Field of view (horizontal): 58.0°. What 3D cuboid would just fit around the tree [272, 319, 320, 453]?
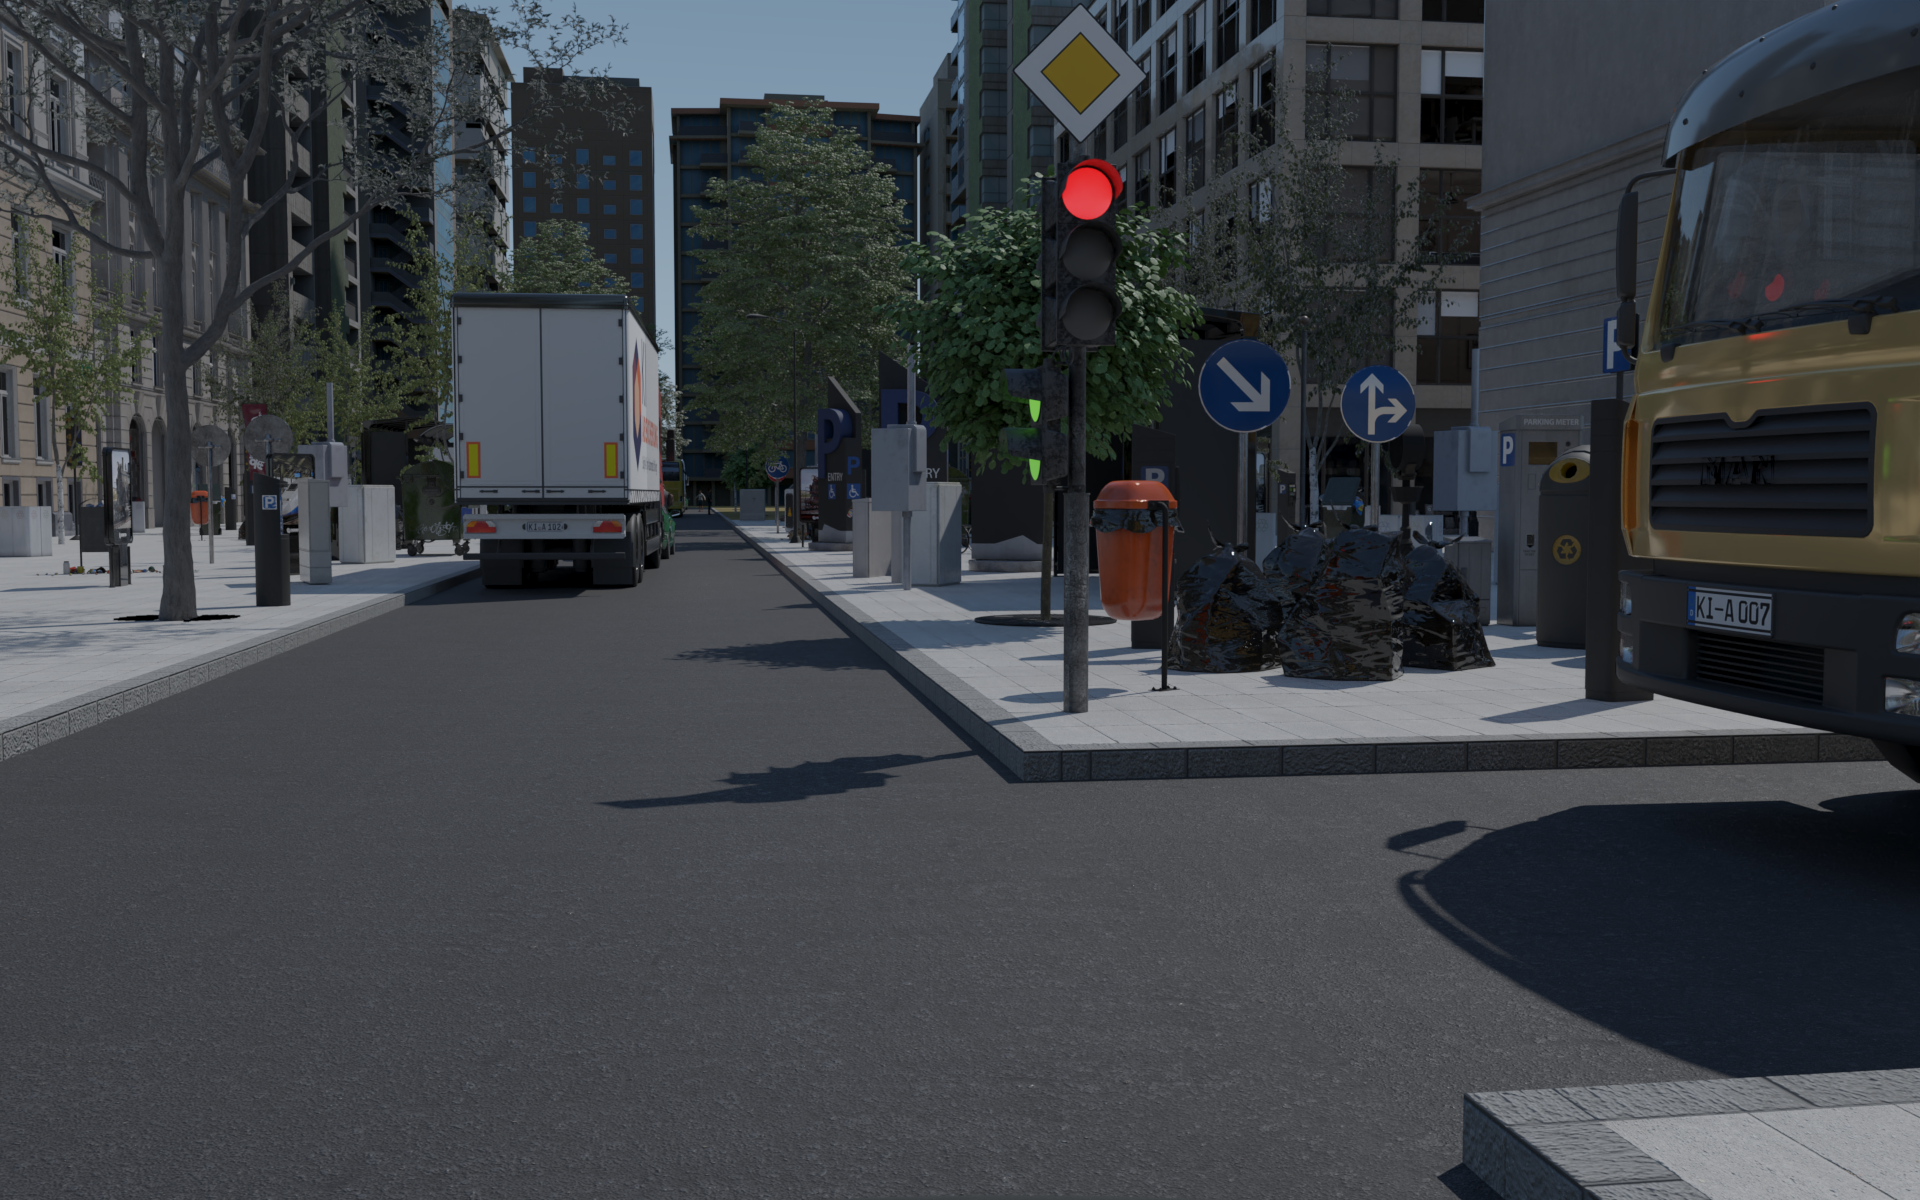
[{"bbox_3d":[-23.238,-7.101,66.456,4.737,8.622,4.395,0,3,0],"label":"tree"}]

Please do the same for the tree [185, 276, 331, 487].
[{"bbox_3d":[-23.205,-6.557,57.573,4.360,8.622,3.978,0,3,0],"label":"tree"}]

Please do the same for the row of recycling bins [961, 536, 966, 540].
[{"bbox_3d":[-1.141,-2.591,49.468,1.069,1.692,3.534,-3,5,-41],"label":"row of recycling bins"}]

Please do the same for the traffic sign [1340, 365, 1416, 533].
[{"bbox_3d":[4.115,-1.044,17.173,0.768,2.556,0.104,0,4,-6],"label":"traffic sign"}]

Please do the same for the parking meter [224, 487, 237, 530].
[{"bbox_3d":[-25.863,-3.241,61.403,0.372,1.533,0.369,0,3,0],"label":"parking meter"}]

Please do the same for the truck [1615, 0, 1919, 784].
[{"bbox_3d":[7.115,-0.704,7.435,9.791,3.379,3.469,0,4,-7],"label":"truck"}]

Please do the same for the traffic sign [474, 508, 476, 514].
[{"bbox_3d":[-13.703,-2.917,48.885,0.795,2.450,0.064,0,4,-8],"label":"traffic sign"}]

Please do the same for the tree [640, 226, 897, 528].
[{"bbox_3d":[-6.024,-8.553,65.589,9.928,11.665,9.643,0,3,0],"label":"tree"}]

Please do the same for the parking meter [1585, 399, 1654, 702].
[{"bbox_3d":[4.137,-0.310,10.783,0.399,1.863,0.255,-1,4,-21],"label":"parking meter"}]

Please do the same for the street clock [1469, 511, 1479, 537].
[{"bbox_3d":[10.229,-1.828,34.460,0.471,2.002,0.358,2,4,26],"label":"street clock"}]

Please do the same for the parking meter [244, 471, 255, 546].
[{"bbox_3d":[-17.602,-2.293,43.203,0.399,1.863,0.255,-3,5,-41],"label":"parking meter"}]

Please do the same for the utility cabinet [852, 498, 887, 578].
[{"bbox_3d":[-1.342,-0.969,27.002,0.306,1.237,1.020,1,4,22],"label":"utility cabinet"}]

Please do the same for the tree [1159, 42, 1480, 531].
[{"bbox_3d":[6.045,-4.792,28.716,4.360,8.622,3.978,0,3,0],"label":"tree"}]

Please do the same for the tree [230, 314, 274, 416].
[{"bbox_3d":[-27.613,-7.390,71.181,4.737,8.622,4.395,0,3,0],"label":"tree"}]

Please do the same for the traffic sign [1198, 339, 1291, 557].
[{"bbox_3d":[2.338,-0.870,14.327,0.768,2.556,0.104,0,4,-2],"label":"traffic sign"}]

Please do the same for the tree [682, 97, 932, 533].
[{"bbox_3d":[-4.246,-8.080,50.227,7.486,12.596,7.792,0,3,0],"label":"tree"}]

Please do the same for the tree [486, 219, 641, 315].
[{"bbox_3d":[-16.883,-9.426,72.247,7.486,12.596,7.792,0,3,0],"label":"tree"}]

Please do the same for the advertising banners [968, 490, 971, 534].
[{"bbox_3d":[0.883,-3.653,55.915,2.074,3.025,0.090,-2,4,-34],"label":"advertising banners"}]

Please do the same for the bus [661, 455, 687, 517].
[{"bbox_3d":[-18.681,-7.187,109.046,2.896,3.916,12.252,-1,4,-8],"label":"bus"}]

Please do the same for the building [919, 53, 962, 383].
[{"bbox_3d":[6.416,-34.989,195.775,21.600,48.544,21.300,-1,4,-9],"label":"building"}]

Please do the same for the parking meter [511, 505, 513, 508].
[{"bbox_3d":[-17.810,-3.674,68.485,0.372,1.533,0.369,0,3,0],"label":"parking meter"}]

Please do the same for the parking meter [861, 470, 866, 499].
[{"bbox_3d":[-2.413,-2.201,41.702,0.255,1.863,0.399,-1,4,-12],"label":"parking meter"}]

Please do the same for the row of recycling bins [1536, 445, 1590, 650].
[{"bbox_3d":[5.654,-0.379,13.312,1.069,1.692,3.534,-1,4,-13],"label":"row of recycling bins"}]

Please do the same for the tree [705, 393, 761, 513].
[{"bbox_3d":[-15.228,-10.211,117.314,4.360,8.622,3.978,0,3,0],"label":"tree"}]

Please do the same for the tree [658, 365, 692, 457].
[{"bbox_3d":[-27.512,-14.684,146.745,9.857,13.997,8.962,0,3,0],"label":"tree"}]

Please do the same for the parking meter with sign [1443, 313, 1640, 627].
[{"bbox_3d":[5.639,-1.262,16.902,1.738,3.016,0.543,0,4,-7],"label":"parking meter with sign"}]

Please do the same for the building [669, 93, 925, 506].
[{"bbox_3d":[-19.126,-32.904,192.601,28.867,44.769,22.147,-1,4,-9],"label":"building"}]

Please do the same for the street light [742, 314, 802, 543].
[{"bbox_3d":[-4.822,-4.426,44.913,1.470,5.913,1.316,-1,4,-9],"label":"street light"}]

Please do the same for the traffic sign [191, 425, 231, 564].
[{"bbox_3d":[-13.793,-1.942,31.853,0.768,2.556,0.104,0,4,-4],"label":"traffic sign"}]

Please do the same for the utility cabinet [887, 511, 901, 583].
[{"bbox_3d":[-0.524,-0.870,25.380,1.020,1.237,0.306,-3,4,-37],"label":"utility cabinet"}]

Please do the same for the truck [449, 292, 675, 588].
[{"bbox_3d":[-6.528,-2.501,29.805,2.839,4.237,11.283,0,4,-7],"label":"truck"}]

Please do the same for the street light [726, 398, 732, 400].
[{"bbox_3d":[-10.870,-6.804,83.789,1.470,5.913,1.316,-1,4,-9],"label":"street light"}]

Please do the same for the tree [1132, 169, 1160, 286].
[{"bbox_3d":[5.547,-5.275,36.608,4.360,8.622,3.978,0,3,0],"label":"tree"}]

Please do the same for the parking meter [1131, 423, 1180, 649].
[{"bbox_3d":[1.625,-0.530,14.382,0.399,1.863,0.255,0,4,6],"label":"parking meter"}]

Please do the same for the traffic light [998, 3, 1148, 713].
[{"bbox_3d":[0.663,-1.295,10.094,0.839,4.253,0.868,-1,4,-9],"label":"traffic light"}]

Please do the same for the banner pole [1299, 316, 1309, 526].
[{"bbox_3d":[4.885,-2.120,24.682,0.401,3.779,0.863,1,4,11],"label":"banner pole"}]

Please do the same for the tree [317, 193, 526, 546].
[{"bbox_3d":[-12.512,-5.668,43.036,4.737,8.622,4.395,0,3,0],"label":"tree"}]

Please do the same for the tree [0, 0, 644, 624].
[{"bbox_3d":[-7.855,-6.543,17.346,12.009,13.543,11.850,0,3,0],"label":"tree"}]

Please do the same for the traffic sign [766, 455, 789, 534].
[{"bbox_3d":[-5.888,-3.414,55.919,0.768,2.556,0.104,0,4,-7],"label":"traffic sign"}]

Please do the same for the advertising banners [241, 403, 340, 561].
[{"bbox_3d":[-12.801,-2.270,33.302,2.074,3.025,0.090,0,4,7],"label":"advertising banners"}]

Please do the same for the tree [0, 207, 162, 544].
[{"bbox_3d":[-22.658,-5.722,43.923,4.737,8.622,4.395,0,3,0],"label":"tree"}]

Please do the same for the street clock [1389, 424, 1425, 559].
[{"bbox_3d":[4.639,-0.823,18.030,0.358,2.002,0.471,0,4,-4],"label":"street clock"}]

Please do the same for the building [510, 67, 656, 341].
[{"bbox_3d":[-39.947,-32.779,186.055,14.200,45.320,14.600,-1,4,-9],"label":"building"}]

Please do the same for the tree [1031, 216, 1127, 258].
[{"bbox_3d":[2.739,-5.771,44.714,4.737,8.622,4.395,0,3,0],"label":"tree"}]

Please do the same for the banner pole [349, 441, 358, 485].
[{"bbox_3d":[-28.470,-5.578,81.224,0.863,3.779,0.401,3,4,39],"label":"banner pole"}]

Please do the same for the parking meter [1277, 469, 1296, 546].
[{"bbox_3d":[7.560,-2.102,40.078,0.255,1.863,0.399,-2,4,-35],"label":"parking meter"}]

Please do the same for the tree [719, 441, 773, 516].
[{"bbox_3d":[-12.062,-7.295,102.994,4.285,4.588,4.351,0,3,0],"label":"tree"}]

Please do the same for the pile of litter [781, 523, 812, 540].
[{"bbox_3d":[-4.331,-2.122,48.654,1.719,0.858,1.176,-3,4,-36],"label":"pile of litter"}]

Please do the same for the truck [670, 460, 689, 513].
[{"bbox_3d":[-21.819,-8.526,129.163,2.967,4.110,18.799,-1,4,-8],"label":"truck"}]

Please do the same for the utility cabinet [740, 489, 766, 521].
[{"bbox_3d":[-9.853,-4.502,82.281,1.173,1.500,0.318,0,4,3],"label":"utility cabinet"}]

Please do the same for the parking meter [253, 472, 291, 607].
[{"bbox_3d":[-7.889,-0.700,19.858,0.372,1.533,0.369,0,3,0],"label":"parking meter"}]

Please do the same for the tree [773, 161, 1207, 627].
[{"bbox_3d":[0.785,-2.051,17.241,4.285,4.588,4.351,0,3,0],"label":"tree"}]

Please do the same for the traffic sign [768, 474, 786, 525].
[{"bbox_3d":[-7.555,-4.371,71.564,0.768,2.556,0.104,0,4,-1],"label":"traffic sign"}]

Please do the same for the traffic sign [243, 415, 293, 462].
[{"bbox_3d":[-11.123,-1.698,27.874,0.768,2.556,0.104,0,4,-8],"label":"traffic sign"}]

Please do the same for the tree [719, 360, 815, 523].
[{"bbox_3d":[-8.407,-7.757,77.196,4.737,8.622,4.395,0,3,0],"label":"tree"}]

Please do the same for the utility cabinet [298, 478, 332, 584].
[{"bbox_3d":[-9.276,-0.993,24.922,0.318,1.500,1.173,-2,4,-27],"label":"utility cabinet"}]
